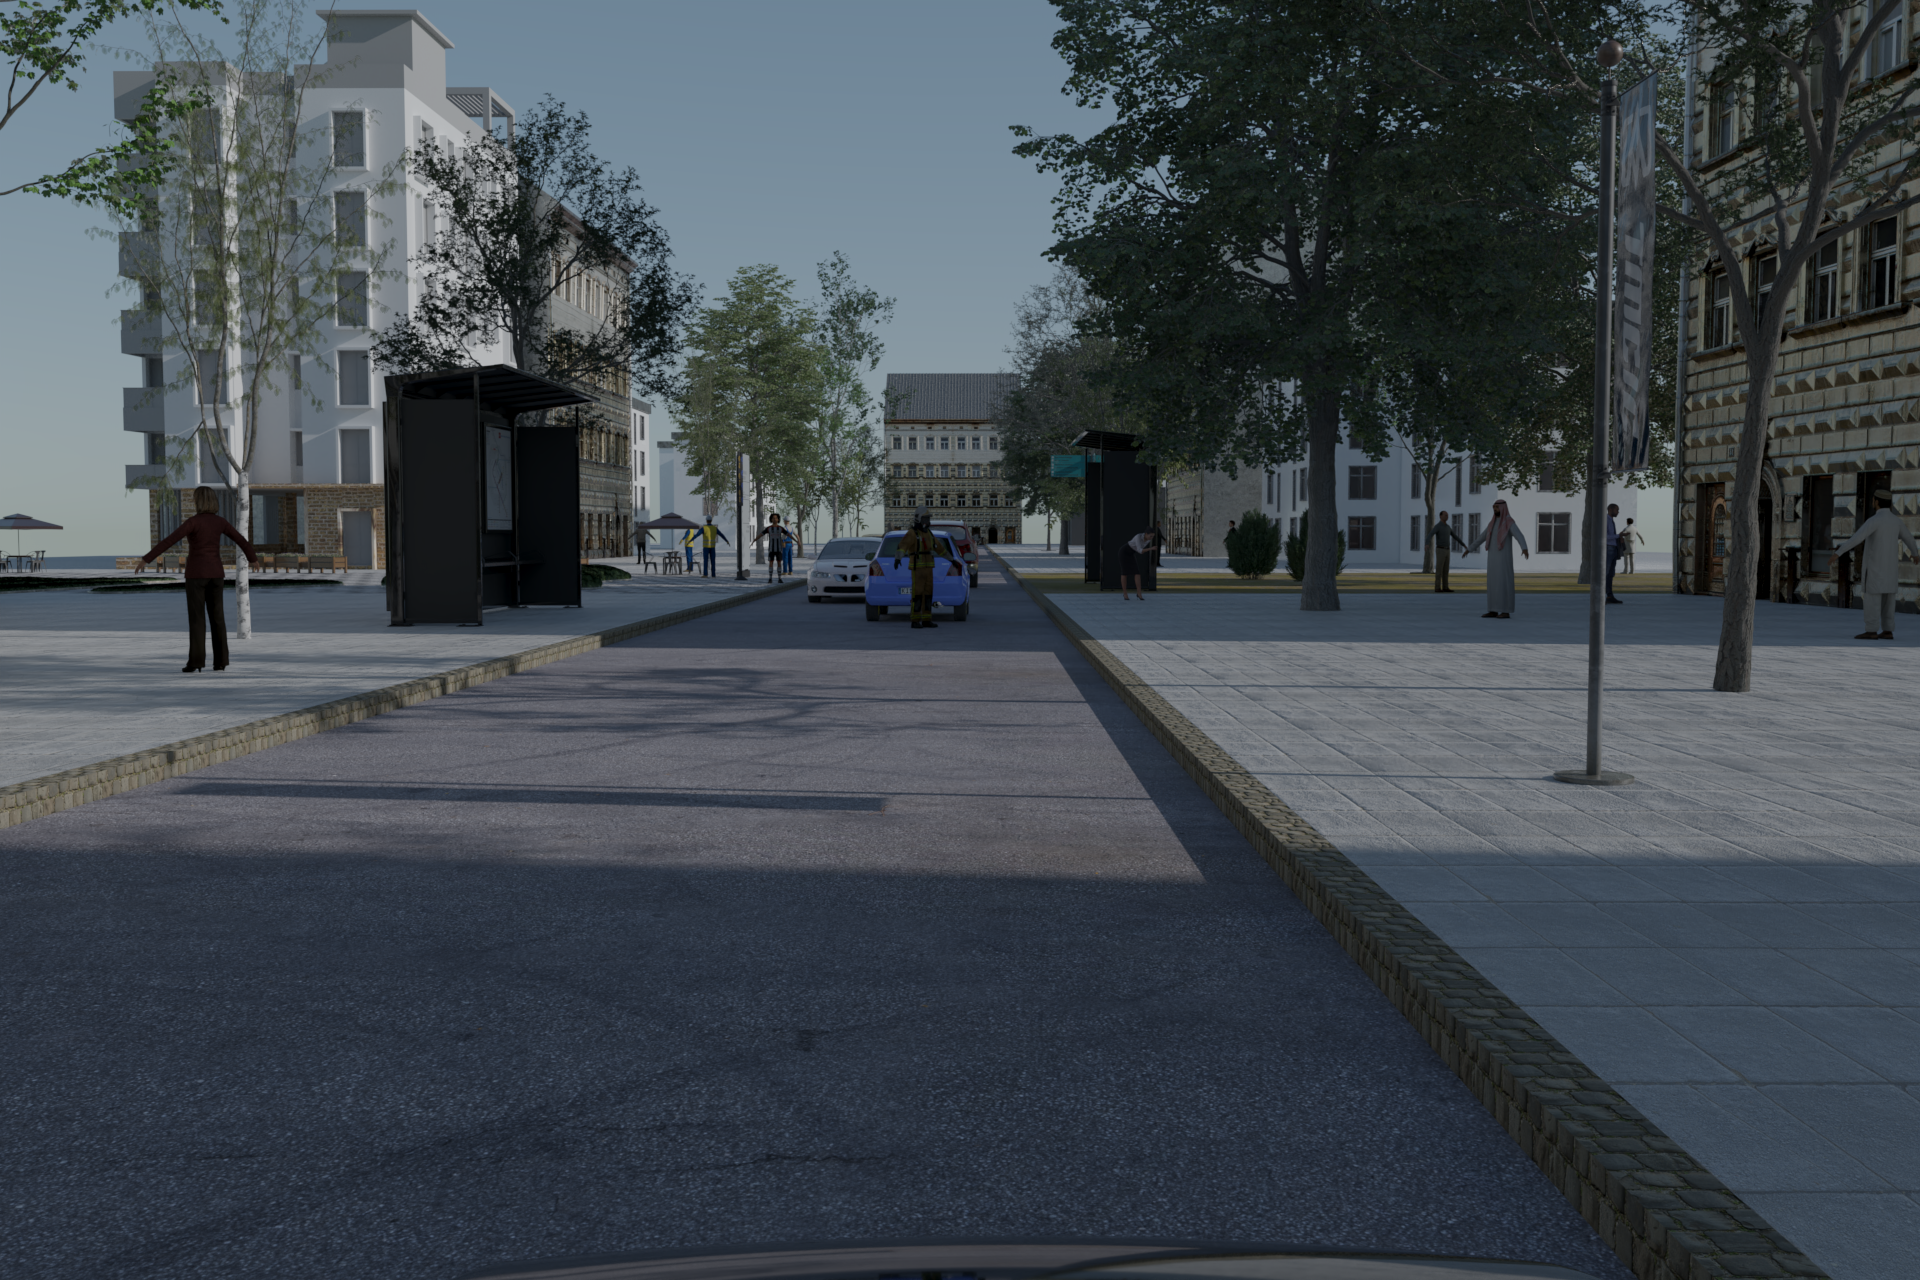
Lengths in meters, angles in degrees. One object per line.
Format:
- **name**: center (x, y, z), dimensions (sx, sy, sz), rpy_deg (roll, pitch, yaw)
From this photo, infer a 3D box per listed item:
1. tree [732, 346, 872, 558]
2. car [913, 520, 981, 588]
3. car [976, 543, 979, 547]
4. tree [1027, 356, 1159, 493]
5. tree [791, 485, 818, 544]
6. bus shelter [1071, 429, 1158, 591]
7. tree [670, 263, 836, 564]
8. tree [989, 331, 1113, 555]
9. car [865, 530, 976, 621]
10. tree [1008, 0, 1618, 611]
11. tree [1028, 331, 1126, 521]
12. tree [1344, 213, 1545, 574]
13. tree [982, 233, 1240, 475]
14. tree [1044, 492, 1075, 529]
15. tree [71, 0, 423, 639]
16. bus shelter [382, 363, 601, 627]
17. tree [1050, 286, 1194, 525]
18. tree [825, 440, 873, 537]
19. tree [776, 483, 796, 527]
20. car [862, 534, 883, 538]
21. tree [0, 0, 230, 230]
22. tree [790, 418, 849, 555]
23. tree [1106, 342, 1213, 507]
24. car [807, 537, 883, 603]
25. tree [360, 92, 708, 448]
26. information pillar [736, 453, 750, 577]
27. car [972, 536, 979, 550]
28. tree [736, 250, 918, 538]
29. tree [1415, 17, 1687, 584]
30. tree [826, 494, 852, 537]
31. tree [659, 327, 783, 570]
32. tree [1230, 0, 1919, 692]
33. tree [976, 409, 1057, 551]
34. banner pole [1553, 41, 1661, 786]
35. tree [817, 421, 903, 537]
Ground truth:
- **tree**: center (-8.474, -10.197, 92.474), dimensions (9.928, 11.665, 9.643), rpy_deg (0, 3, 0)
- **car**: center (-0.539, -2.395, 47.832), dimensions (2.281, 1.827, 5.304), rpy_deg (0, 4, -1)
- **car**: center (-0.314, -3.355, 66.657), dimensions (2.131, 1.459, 4.920), rpy_deg (0, 4, -1)
- **tree**: center (6.750, -9.223, 85.215), dimensions (7.601, 10.594, 8.767), rpy_deg (-2, 4, -32)
- **tree**: center (-20.853, -17.415, 235.102), dimensions (4.737, 8.622, 4.395), rpy_deg (0, 3, 0)
- **bus shelter**: center (3.697, -3.094, 41.876), dimensions (1.731, 3.624, 6.357), rpy_deg (0, 4, 1)
- **tree**: center (-8.744, -9.474, 73.028), dimensions (7.486, 12.596, 7.792), rpy_deg (0, 3, 0)
- **tree**: center (6.388, -12.273, 107.322), dimensions (9.857, 13.997, 8.962), rpy_deg (0, 3, 0)
- **car**: center (-0.692, -1.234, 29.775), dimensions (1.945, 1.707, 3.694), rpy_deg (0, 4, 1)
- **tree**: center (5.967, -7.471, 28.807), dimensions (9.857, 13.997, 8.962), rpy_deg (0, 3, 0)
- **tree**: center (7.482, -10.852, 95.556), dimensions (7.486, 12.596, 7.792), rpy_deg (0, 3, 0)
- **tree**: center (15.186, -7.933, 55.466), dimensions (9.928, 11.665, 9.643), rpy_deg (0, 3, 0)
- **tree**: center (6.119, -9.762, 69.983), dimensions (12.009, 13.543, 11.850), rpy_deg (0, 3, 0)
- **tree**: center (7.231, -10.300, 118.761), dimensions (4.737, 8.622, 4.395), rpy_deg (0, 3, 0)
- **tree**: center (-8.799, -4.305, 20.748), dimensions (4.360, 8.622, 3.978), rpy_deg (0, 3, 0)
- **bus shelter**: center (-7.117, -2.185, 27.012), dimensions (1.731, 3.624, 6.357), rpy_deg (0, 4, 1)
- **tree**: center (4.378, -5.956, 47.736), dimensions (4.360, 8.622, 3.978), rpy_deg (0, 3, 0)
- **tree**: center (-8.510, -11.227, 133.921), dimensions (4.737, 8.622, 4.395), rpy_deg (0, 3, 0)
- **tree**: center (-22.604, -17.084, 229.679), dimensions (4.360, 8.622, 3.978), rpy_deg (0, 3, 0)
- **car**: center (-2.713, -2.927, 58.075), dimensions (2.015, 1.641, 3.980), rpy_deg (0, 4, 0)
- **tree**: center (-9.109, -5.390, 13.890), dimensions (9.928, 11.665, 9.643), rpy_deg (0, 3, 0)
- **tree**: center (-8.707, -9.415, 104.295), dimensions (4.737, 8.622, 4.395), rpy_deg (0, 3, 0)
- **tree**: center (6.785, -6.673, 59.467), dimensions (4.737, 8.622, 4.395), rpy_deg (0, 3, 0)
- **car**: center (-2.249, -1.552, 37.738), dimensions (2.083, 1.381, 4.827), rpy_deg (0, 4, 0)
- **tree**: center (-8.650, -6.204, 35.854), dimensions (8.767, 10.594, 7.601), rpy_deg (2, 4, 32)
- **information pillar**: center (-6.414, -3.663, 51.207), dimensions (0.184, 3.620, 1.656), rpy_deg (0, 4, 1)
- **car**: center (0.310, -6.222, 114.314), dimensions (1.945, 1.354, 3.894), rpy_deg (0, 4, 0)
- **tree**: center (-9.293, -16.052, 118.334), dimensions (12.611, 20.169, 13.585), rpy_deg (0, 3, 0)
- **tree**: center (16.294, -8.407, 44.105), dimensions (9.857, 13.997, 8.962), rpy_deg (0, 3, 0)
- **tree**: center (-15.819, -17.071, 229.477), dimensions (4.737, 8.622, 4.395), rpy_deg (0, 3, 0)
- **tree**: center (-9.092, -6.803, 61.590), dimensions (4.360, 8.622, 3.978), rpy_deg (0, 3, 0)
- **tree**: center (6.191, -4.839, 13.526), dimensions (8.767, 10.594, 7.601), rpy_deg (1, 4, 17)
- **tree**: center (6.826, -13.520, 131.428), dimensions (12.009, 13.543, 11.850), rpy_deg (0, 3, 0)
- **banner pole**: center (3.299, -1.141, 8.677), dimensions (0.401, 3.779, 0.863), rpy_deg (0, 4, 0)
- **tree**: center (-8.128, -12.675, 141.649), dimensions (7.601, 10.594, 8.767), rpy_deg (-1, 4, -12)
